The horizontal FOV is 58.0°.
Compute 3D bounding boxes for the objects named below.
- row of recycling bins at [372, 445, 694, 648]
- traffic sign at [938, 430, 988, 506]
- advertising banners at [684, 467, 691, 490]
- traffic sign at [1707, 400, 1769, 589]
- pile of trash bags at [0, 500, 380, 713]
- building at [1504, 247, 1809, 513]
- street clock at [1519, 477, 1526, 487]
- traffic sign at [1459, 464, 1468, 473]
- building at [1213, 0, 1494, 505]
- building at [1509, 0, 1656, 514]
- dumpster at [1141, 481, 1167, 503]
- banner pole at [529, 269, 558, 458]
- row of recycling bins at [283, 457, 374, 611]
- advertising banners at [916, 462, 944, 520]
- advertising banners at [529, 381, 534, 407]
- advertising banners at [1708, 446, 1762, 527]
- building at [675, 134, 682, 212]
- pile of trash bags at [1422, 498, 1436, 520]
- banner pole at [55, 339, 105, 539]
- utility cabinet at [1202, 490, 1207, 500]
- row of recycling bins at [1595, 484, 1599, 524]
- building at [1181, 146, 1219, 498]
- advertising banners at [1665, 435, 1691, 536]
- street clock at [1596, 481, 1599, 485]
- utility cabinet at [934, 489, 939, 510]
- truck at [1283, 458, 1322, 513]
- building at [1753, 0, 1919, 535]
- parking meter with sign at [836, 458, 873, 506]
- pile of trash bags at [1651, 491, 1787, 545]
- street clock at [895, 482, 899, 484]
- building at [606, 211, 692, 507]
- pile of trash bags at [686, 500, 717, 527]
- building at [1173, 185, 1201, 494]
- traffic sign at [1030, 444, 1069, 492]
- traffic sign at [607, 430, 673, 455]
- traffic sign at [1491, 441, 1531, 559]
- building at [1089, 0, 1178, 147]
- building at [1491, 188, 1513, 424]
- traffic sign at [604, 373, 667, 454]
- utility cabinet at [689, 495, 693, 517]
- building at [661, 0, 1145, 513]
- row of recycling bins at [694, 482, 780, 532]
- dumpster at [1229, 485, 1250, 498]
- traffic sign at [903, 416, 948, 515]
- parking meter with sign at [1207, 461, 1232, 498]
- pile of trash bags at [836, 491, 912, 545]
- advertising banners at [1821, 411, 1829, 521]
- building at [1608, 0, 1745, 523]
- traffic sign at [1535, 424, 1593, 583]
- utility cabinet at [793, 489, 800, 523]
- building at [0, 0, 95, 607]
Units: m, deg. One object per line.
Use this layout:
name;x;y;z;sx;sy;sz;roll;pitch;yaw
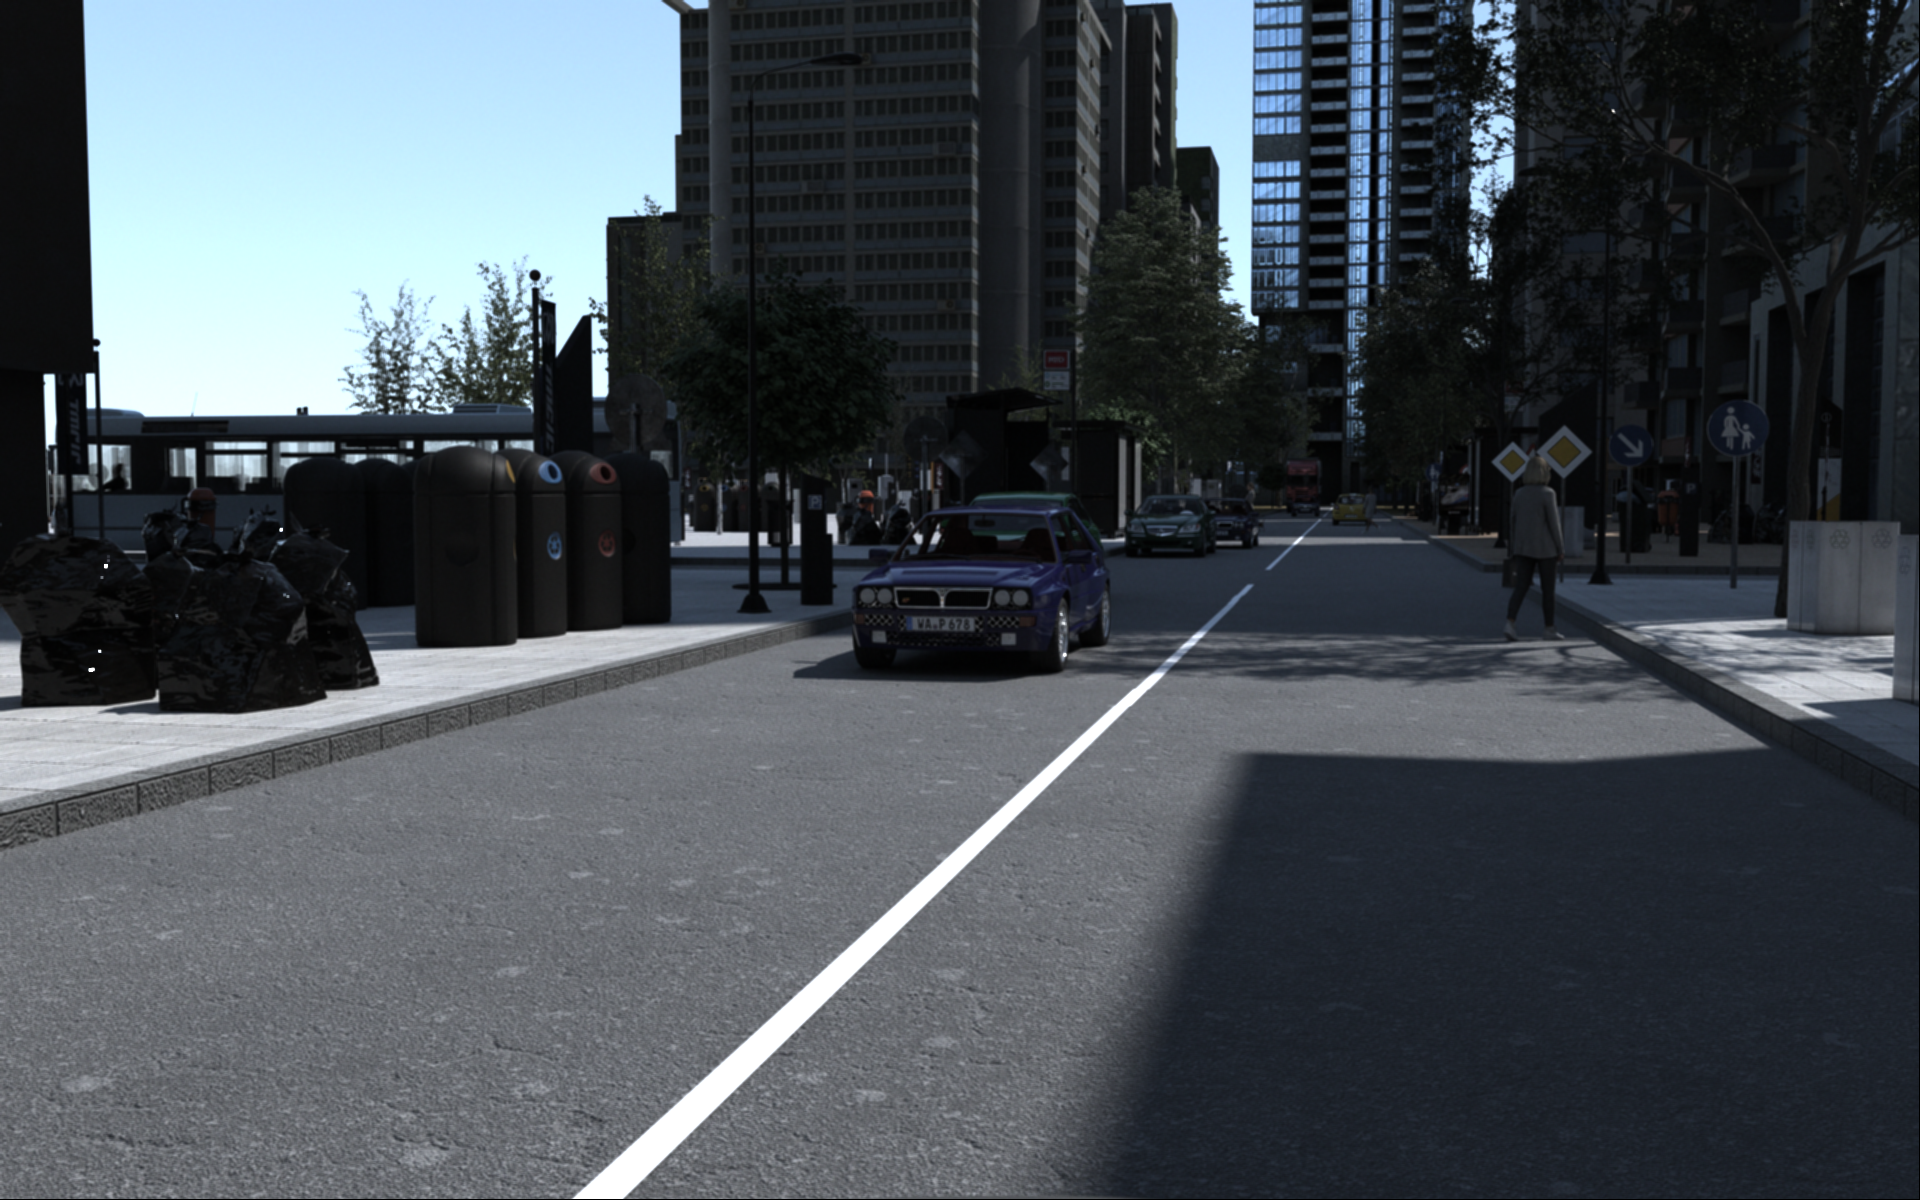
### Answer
row of recycling bins;-3.818;-0.547;16.060;1.069;1.692;3.534;1;4;19
traffic sign;0.041;-1.429;27.005;0.795;2.450;0.064;1;4;13
advertising banners;-16.906;-7.096;112.206;2.074;3.025;0.090;-1;4;-22
traffic sign;10.514;-1.429;23.466;0.768;2.556;0.104;1;4;21
pile of trash bags;-5.526;-0.096;11.317;3.447;1.369;1.912;1;4;17
building;58.237;-51.265;150.857;22.319;86.520;31.000;1;4;13
street clock;23.568;-4.140;72.262;0.358;2.002;0.471;-3;4;-38
traffic sign;21.399;-4.451;72.881;0.768;2.556;0.104;1;4;19
building;46.682;-54.551;204.573;31.000;86.520;22.319;1;4;13
building;50.350;-35.520;122.759;21.231;58.520;28.212;1;4;13
dumpster;7.986;-4.109;72.945;1.264;1.857;1.865;1;4;13
banner pole;-4.707;-1.812;19.644;0.401;3.779;0.863;0;4;8
row of recycling bins;-6.623;-0.815;20.436;1.069;1.692;3.534;1;4;15
advertising banners;-0.468;-3.615;55.286;2.074;3.025;0.090;-2;4;-28
advertising banners;-6.622;-1.942;27.947;0.090;3.025;2.074;0;4;3
advertising banners;21.064;-3.103;46.926;2.074;3.025;0.090;-2;4;-26
building;-22.175;-36.498;220.446;21.600;48.544;21.300;1;4;13
pile of trash bags;24.375;-4.741;87.275;1.912;1.369;3.447;2;4;25
banner pole;-14.083;-2.314;27.843;0.863;3.779;0.401;-3;5;-39
utility cabinet;14.891;-5.921;105.490;0.318;1.500;1.173;1;4;12
row of recycling bins;25.952;-4.112;74.342;3.534;1.692;1.069;0;4;-6
building;23.537;-32.066;207.868;14.086;41.232;14.154;1;4;13
advertising banners;21.845;-3.455;52.681;0.090;3.025;2.074;0;4;5
street clock;34.294;-5.454;93.749;0.471;2.002;0.358;3;4;36
utility cabinet;-0.702;-4.031;74.580;1.173;1.500;0.318;-1;4;-21
truck;26.879;-8.954;135.315;2.839;4.237;11.283;1;4;13
building;37.988;-44.664;42.924;31.000;86.520;22.319;1;4;13
parking meter with sign;-5.101;-5.362;83.934;1.738;3.016;0.543;-1;4;-14
pile of trash bags;19.896;-2.154;44.963;3.447;1.369;1.912;1;4;20
street clock;-3.866;-6.238;106.563;0.358;2.002;0.471;0;4;-2
building;-27.534;-25.019;180.758;14.107;30.474;14.160;1;4;13
pile of trash bags;-10.264;-3.611;68.790;3.447;1.369;1.912;2;4;30
building;16.369;-24.412;170.842;14.107;30.474;14.160;1;4;13
traffic sign;1.785;-1.906;34.798;0.795;2.450;0.064;1;4;13
traffic sign;-3.956;-1.306;21.353;0.884;2.594;0.081;1;4;15
traffic sign;10.461;-1.786;32.844;0.795;2.450;0.064;1;4;13
building;9.948;-28.007;141.506;14.154;41.232;14.086;1;4;13
building;75.659;-31.400;205.274;23.993;40.220;32.217;1;4;13
traffic sign;-3.443;-1.114;18.320;0.768;2.556;0.104;1;4;22
utility cabinet;-14.487;-5.185;95.929;1.020;1.237;0.306;0;4;1
building;-2.996;-26.471;124.687;32.217;40.220;23.993;1;4;13
row of recycling bins;-7.548;-3.180;59.112;3.534;1.692;1.069;2;4;25
dumpster;17.343;-6.241;107.806;1.264;1.857;1.865;1;4;13
traffic sign;-0.571;-1.719;28.208;0.768;2.556;0.104;1;4;17
parking meter with sign;13.482;-5.845;91.827;1.738;3.016;0.543;2;4;34
pile of trash bags;-2.276;-2.147;44.858;1.912;1.369;3.447;-1;4;-11
advertising banners;17.970;-2.433;35.968;0.090;3.025;2.074;2;4;28
building;44.183;-26.129;81.831;22.147;44.769;28.867;1;4;13
traffic sign;8.717;-1.309;25.051;0.795;2.450;0.064;1;4;13
utility cabinet;-7.111;-4.156;76.626;0.318;1.500;1.173;-1;4;-16
building;-18.651;-22.260;14.054;14.200;45.320;14.600;1;4;13
